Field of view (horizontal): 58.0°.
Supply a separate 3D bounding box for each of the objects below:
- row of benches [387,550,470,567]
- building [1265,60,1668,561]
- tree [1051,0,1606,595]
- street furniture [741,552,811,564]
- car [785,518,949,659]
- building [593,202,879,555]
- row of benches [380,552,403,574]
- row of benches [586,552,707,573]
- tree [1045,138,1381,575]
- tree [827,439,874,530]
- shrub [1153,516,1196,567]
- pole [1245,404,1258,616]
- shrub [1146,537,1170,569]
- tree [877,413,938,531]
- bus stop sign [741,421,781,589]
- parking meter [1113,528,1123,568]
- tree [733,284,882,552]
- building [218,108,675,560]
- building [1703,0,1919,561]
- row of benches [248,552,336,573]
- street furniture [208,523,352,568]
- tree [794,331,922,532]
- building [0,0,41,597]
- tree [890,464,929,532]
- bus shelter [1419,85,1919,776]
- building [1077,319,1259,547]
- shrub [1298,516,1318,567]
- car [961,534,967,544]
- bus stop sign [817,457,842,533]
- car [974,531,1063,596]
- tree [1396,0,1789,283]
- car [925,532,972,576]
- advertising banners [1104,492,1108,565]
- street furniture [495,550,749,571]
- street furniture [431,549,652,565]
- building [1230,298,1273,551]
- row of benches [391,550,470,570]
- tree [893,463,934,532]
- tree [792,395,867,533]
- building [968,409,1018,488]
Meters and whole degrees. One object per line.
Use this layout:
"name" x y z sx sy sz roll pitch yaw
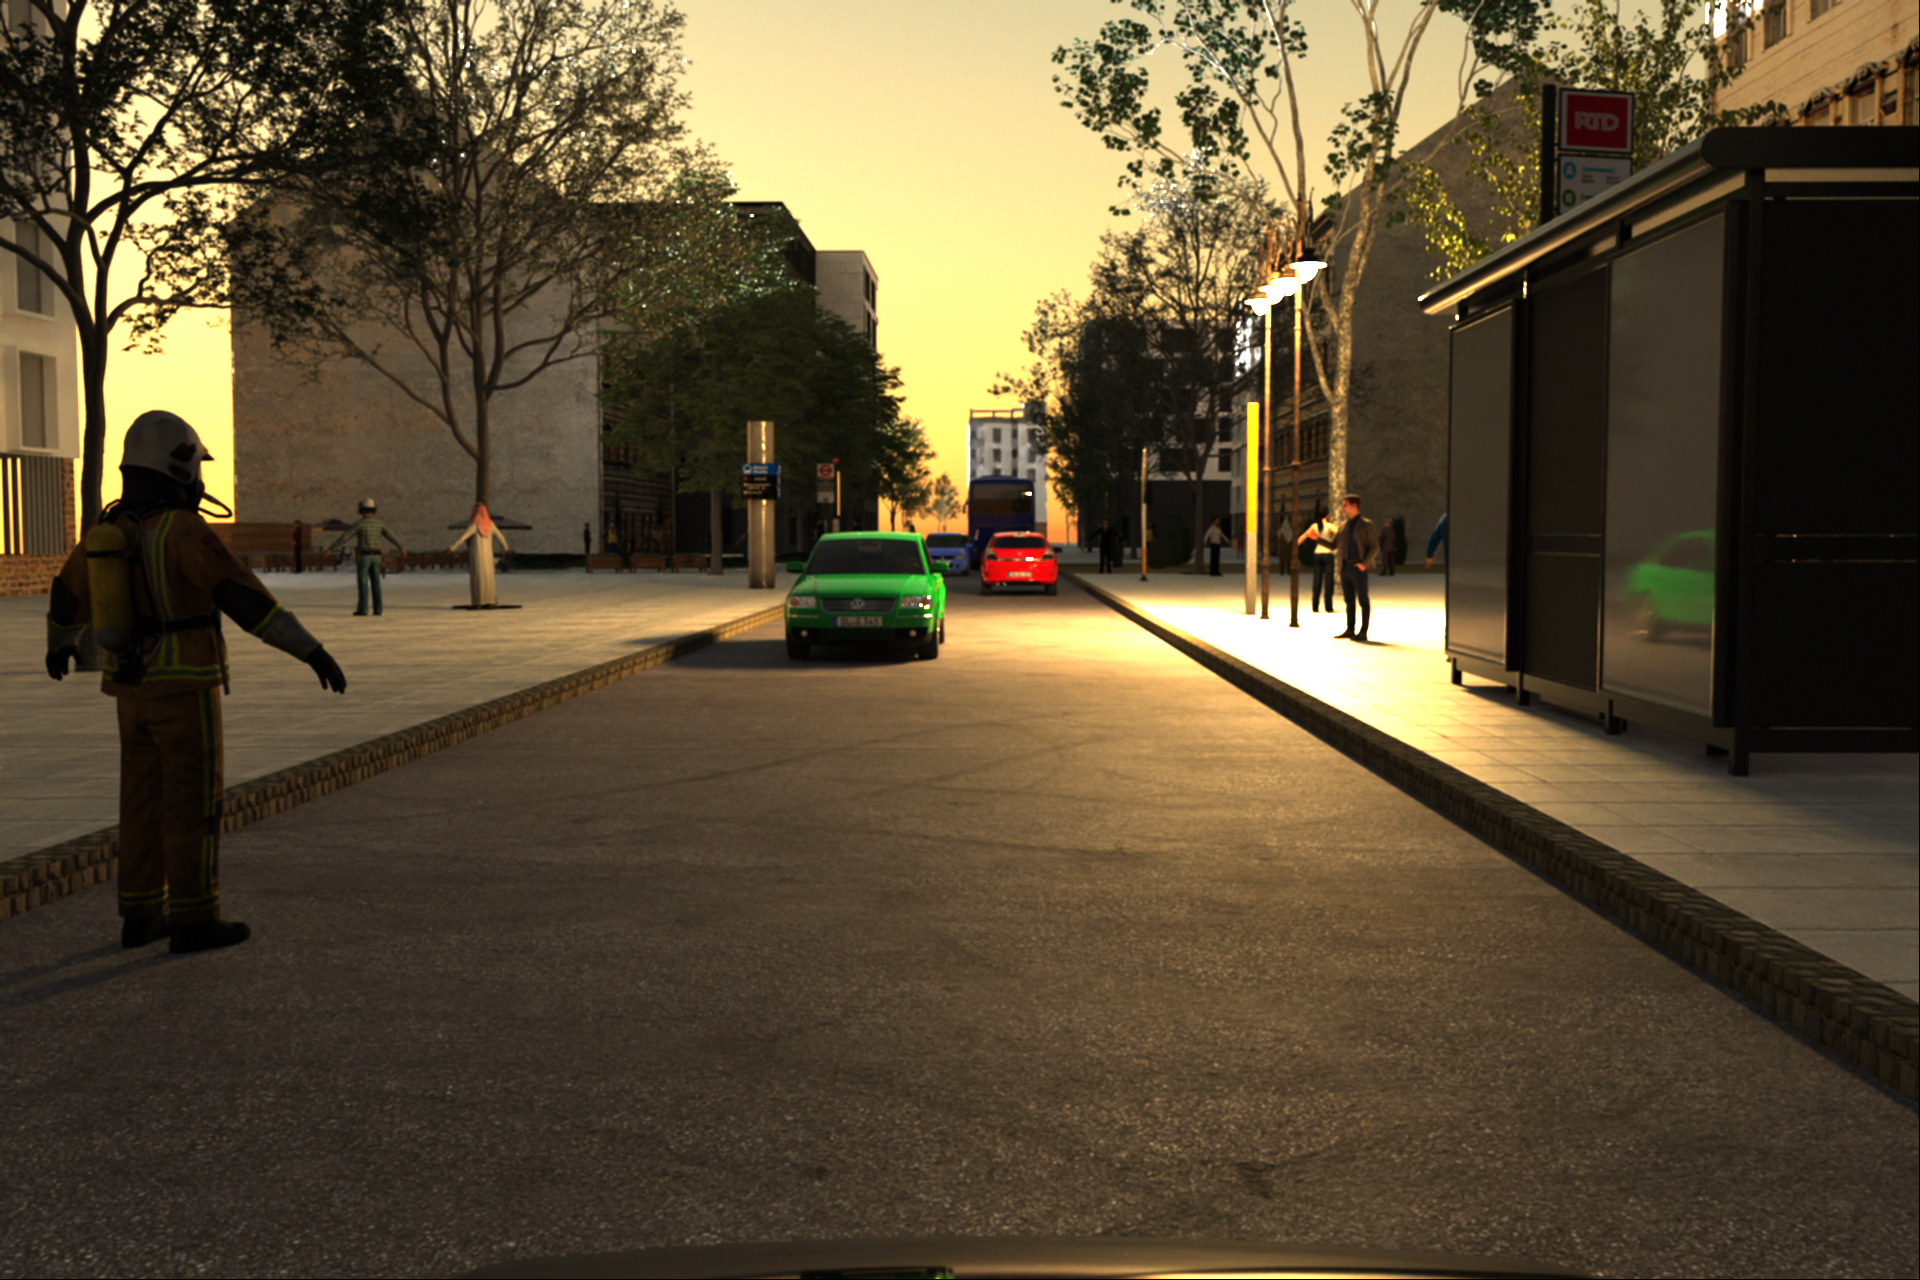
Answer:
"row of benches" -20.652 -3.207 67.899 4.104 0.672 1.422 0 4 7
"building" 26.922 -15.838 89.877 19.493 23.208 18.063 0 4 1
"tree" 7.989 -11.092 37.239 12.611 20.169 13.585 0 3 0
"street furniture" -6.207 -3.663 75.510 10.072 0.657 5.734 2 4 35
"car" -1.098 -0.765 21.302 1.959 1.807 4.718 0 4 1
"building" -20.956 -17.086 123.338 27.936 21.610 32.646 0 4 2
"row of benches" -18.967 -2.580 57.642 1.422 0.672 4.104 -1 4 -15
"row of benches" -10.314 -2.573 57.539 4.104 0.672 1.422 -2 4 -25
"tree" 7.545 -8.831 54.760 12.009 13.543 11.850 0 3 0
"tree" -6.769 -9.384 103.796 4.737 8.622 4.395 0 3 0
"shrub" 8.494 -3.918 68.484 1.690 2.028 1.600 0 3 0
"pole" 4.576 -2.039 27.184 0.158 3.312 0.155 0 3 0
"shrub" 7.261 -3.204 63.497 1.383 1.207 1.383 0 3 0
"tree" -5.736 -13.651 148.944 9.928 11.665 9.643 0 3 0
"bus stop sign" -4.667 -3.159 40.672 0.837 3.901 0.837 0 4 0
"parking meter" 6.048 -3.544 66.347 0.372 1.533 0.369 0 3 0
"tree" -7.120 -9.862 79.377 7.486 12.596 7.792 0 3 0
"building" -26.792 -16.149 94.971 19.493 23.208 18.063 0 4 2
"building" 27.566 -12.414 33.906 19.493 23.208 18.063 0 4 1
"row of benches" -22.854 -2.697 59.555 1.422 0.672 4.104 1 4 15
"street furniture" -29.221 -3.765 68.414 11.010 1.723 9.812 1 4 14
"tree" -5.997 -10.911 96.526 7.486 12.596 7.792 0 3 0
"building" -24.583 -10.301 24.842 16.016 20.090 11.380 0 4 0
"tree" -5.057 -12.993 162.804 4.737 8.622 4.395 0 3 0
"bus shelter" 4.981 -2.179 13.258 2.179 5.291 8.768 0 4 1
"building" 26.139 -20.620 181.103 27.936 21.610 32.646 0 4 1
"shrub" 13.761 -3.852 67.404 1.690 2.028 1.600 0 3 0
"car" -0.209 -5.169 94.307 2.009 1.686 4.222 0 4 1
"bus stop sign" -4.499 -4.354 59.896 0.855 3.939 0.416 0 4 1
"car" 1.413 -1.999 41.720 2.155 1.783 4.494 0 4 1
"tree" 7.761 -4.320 20.992 4.737 8.622 4.395 0 3 0
"car" -0.531 -3.089 60.100 1.945 1.707 3.694 0 4 2
"advertising banners" 6.079 -4.663 72.420 0.090 3.025 2.074 0 4 2
"street furniture" -11.989 -2.953 63.911 10.072 0.657 5.734 -1 4 -16
"street furniture" -17.817 -3.570 73.989 10.072 0.657 5.734 0 4 -6
"building" 27.122 -17.320 139.604 16.016 20.090 11.380 0 4 1
"row of benches" -19.204 -2.958 63.819 1.422 0.672 4.104 2 4 28
"tree" -5.061 -12.712 158.200 4.360 8.622 3.978 0 3 0
"tree" -7.208 -8.517 89.611 4.360 8.622 3.978 0 3 0
"building" 1.485 -24.044 251.994 11.380 20.090 16.016 0 4 -5
